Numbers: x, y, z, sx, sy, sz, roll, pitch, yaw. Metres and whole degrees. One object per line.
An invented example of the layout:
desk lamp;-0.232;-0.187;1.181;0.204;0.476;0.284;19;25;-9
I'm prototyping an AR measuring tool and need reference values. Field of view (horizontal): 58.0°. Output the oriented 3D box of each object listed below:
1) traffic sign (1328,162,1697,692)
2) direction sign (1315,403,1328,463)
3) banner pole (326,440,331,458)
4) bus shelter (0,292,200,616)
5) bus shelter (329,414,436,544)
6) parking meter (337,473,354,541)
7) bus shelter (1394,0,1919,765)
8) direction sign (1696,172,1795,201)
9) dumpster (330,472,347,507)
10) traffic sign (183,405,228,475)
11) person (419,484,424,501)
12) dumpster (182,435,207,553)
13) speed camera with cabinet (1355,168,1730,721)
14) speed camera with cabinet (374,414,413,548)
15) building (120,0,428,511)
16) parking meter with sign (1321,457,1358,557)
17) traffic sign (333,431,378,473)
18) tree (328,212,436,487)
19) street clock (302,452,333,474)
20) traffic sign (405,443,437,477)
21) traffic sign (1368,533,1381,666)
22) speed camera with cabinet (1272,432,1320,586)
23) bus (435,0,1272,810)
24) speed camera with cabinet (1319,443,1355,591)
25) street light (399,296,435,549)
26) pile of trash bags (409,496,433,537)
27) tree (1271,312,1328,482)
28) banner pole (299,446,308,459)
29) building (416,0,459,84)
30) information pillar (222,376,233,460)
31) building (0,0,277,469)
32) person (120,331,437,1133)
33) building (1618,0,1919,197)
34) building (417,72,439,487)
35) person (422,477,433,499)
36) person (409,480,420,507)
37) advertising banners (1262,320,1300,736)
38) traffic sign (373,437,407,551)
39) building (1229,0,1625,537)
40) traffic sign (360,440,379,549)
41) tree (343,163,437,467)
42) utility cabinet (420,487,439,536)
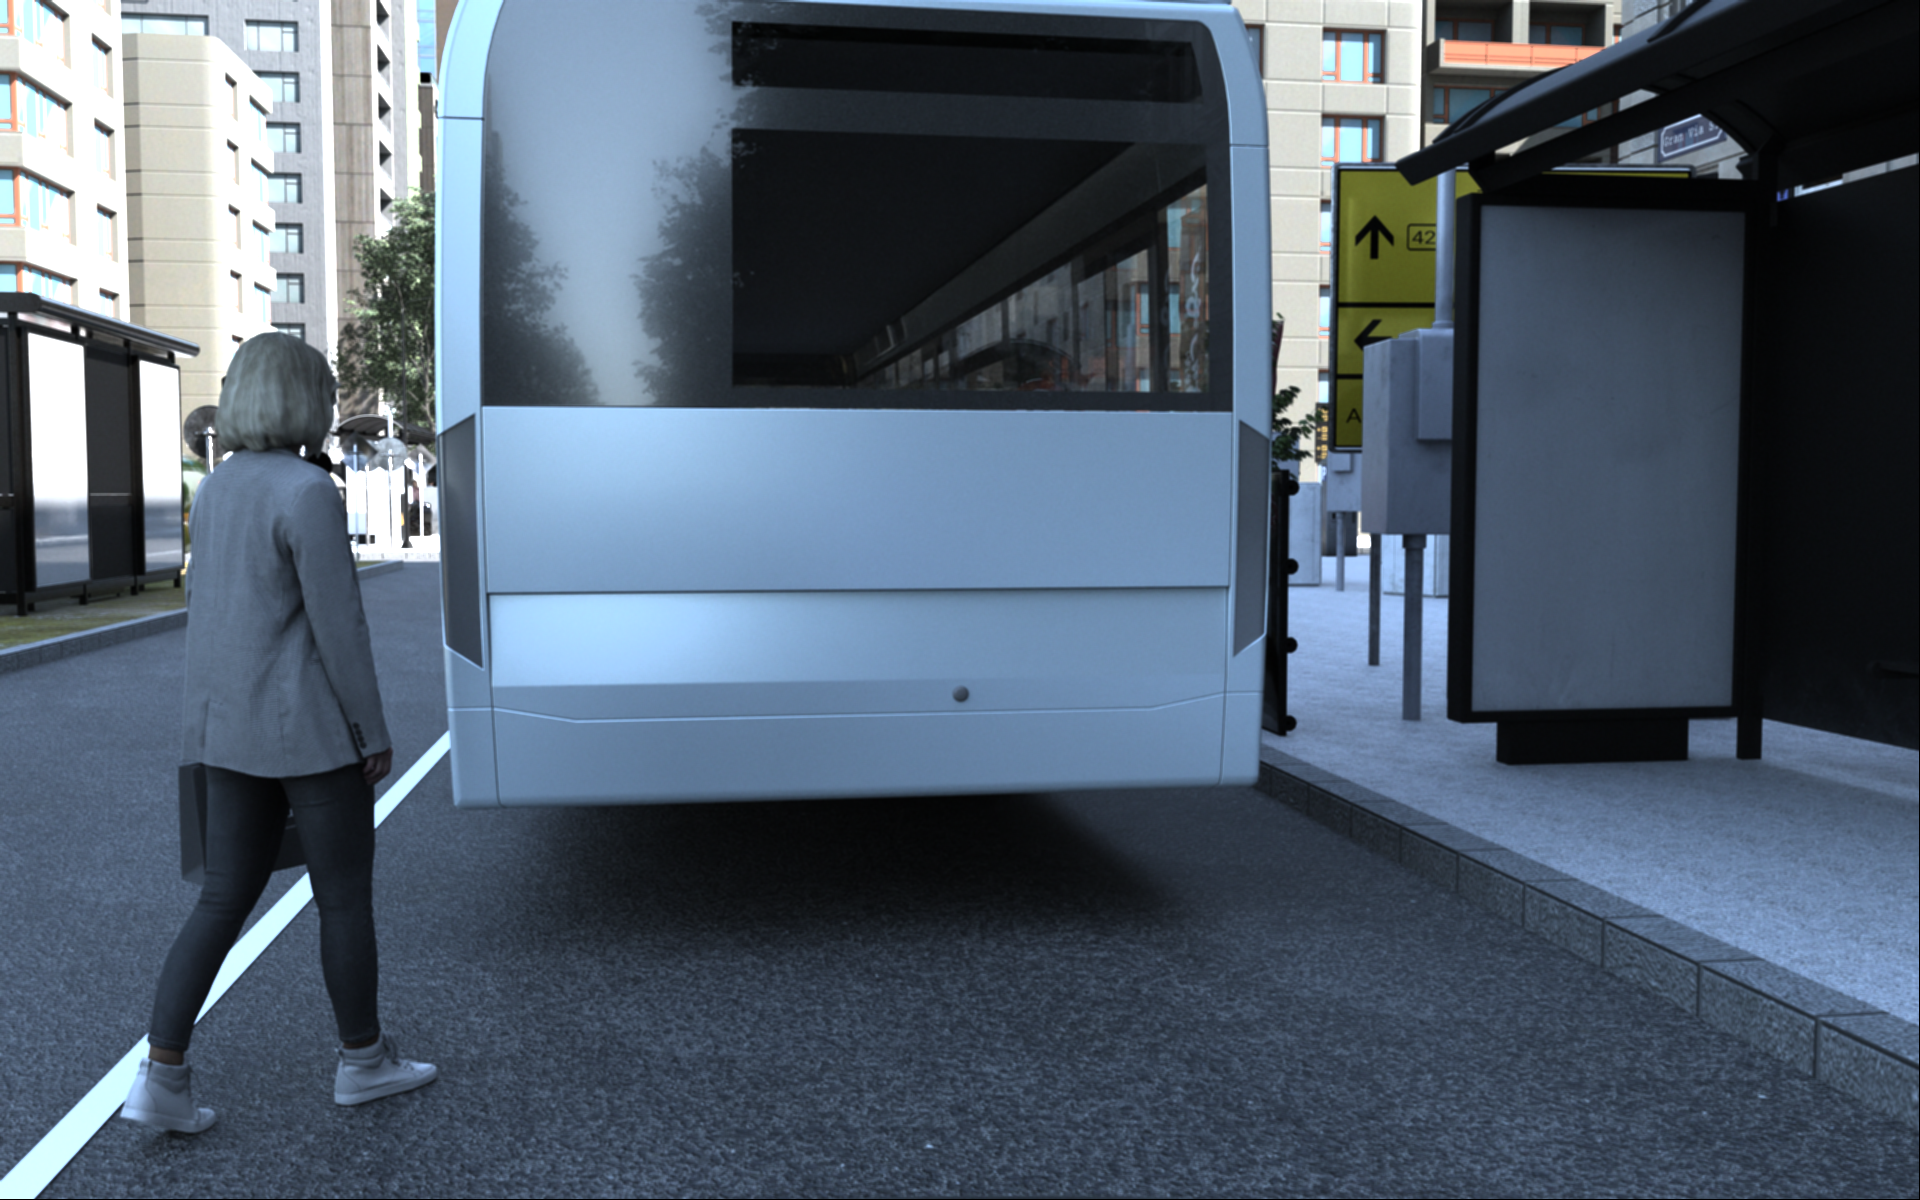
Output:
traffic sign;3.407;-1.034;10.775;2.265;3.308;0.079;0;4;-2
direction sign;9.231;-3.118;42.978;0.876;3.537;0.379;0;4;-7
banner pole;-29.258;-5.526;80.371;0.401;3.779;0.863;-1;4;-9
bus shelter;-10.815;-2.549;19.312;2.179;5.291;8.768;-1;4;-9
bus shelter;-15.374;-3.224;46.640;2.014;3.302;5.546;-1;4;-9
parking meter;-16.978;-2.580;47.892;0.399;1.863;0.255;0;4;-1
bus shelter;3.503;-0.724;5.765;2.014;3.302;5.546;-1;4;-9
direction sign;5.389;-1.237;12.223;0.379;3.537;0.876;-3;5;-41
dumpster;-14.874;-2.077;39.715;1.264;1.857;1.865;-1;4;-9
traffic sign;-10.770;-1.516;24.896;0.768;2.556;0.104;0;4;-1
person;-26.039;-4.728;83.526;0.709;1.800;0.728;1;4;14
dumpster;-12.926;-1.543;27.718;1.502;2.255;1.985;-1;4;-9
speed camera with cabinet;3.393;-0.957;9.975;2.038;3.252;0.660;0;4;-3
speed camera with cabinet;-13.874;-2.943;42.453;0.660;3.252;2.038;-1;4;-8
building;-37.528;-25.103;94.034;14.154;41.232;14.086;-1;4;-9
parking meter with sign;7.815;-2.414;35.735;1.738;3.016;0.543;0;4;-6
traffic sign;-11.134;-1.817;31.903;0.795;2.593;0.064;-1;4;-9
tree;-16.505;-7.401;55.412;8.767;10.594;7.601;0;4;8
street clock;-10.937;-1.523;29.478;0.358;2.002;0.471;3;5;43
traffic sign;-12.393;-2.300;39.789;0.795;2.593;0.064;-1;4;-9
traffic sign;3.105;-0.783;12.911;0.768;2.556;0.104;-1;4;-9
speed camera with cabinet;4.709;-1.871;24.932;0.660;3.252;2.038;0;4;-2
bus;-1.375;-1.035;11.787;2.948;3.499;13.247;-1;4;-10
speed camera with cabinet;5.599;-1.704;22.203;0.660;3.252;2.038;-2;4;-29
street light;-12.376;-4.148;40.365;1.470;5.913;1.316;-1;4;-9
pile of trash bags;-16.756;-2.565;51.694;1.912;1.369;3.447;-1;4;-12
tree;2.581;-1.303;15.911;1.663;3.219;1.824;0;3;0
banner pole;-15.999;-3.154;41.587;0.863;3.779;0.401;-1;4;-10
building;-44.052;-29.496;132.377;14.600;45.320;14.200;-1;4;-9
information pillar;-12.147;-2.316;29.215;0.504;3.616;0.183;-1;4;-9
building;-40.811;-13.029;58.070;27.650;21.520;28.899;-1;4;-9
person;-1.625;0.286;4.000;0.709;1.800;0.728;3;4;36
building;17.142;-13.265;14.141;12.463;27.353;25.104;-1;4;-9
building;-41.644;-21.199;118.311;14.160;30.474;14.107;-1;4;-9
person;-17.317;-3.088;56.522;0.794;1.824;0.713;3;4;37
person;-20.529;-3.621;65.260;0.388;1.821;0.555;3;5;43
advertising banners;1.566;-0.846;10.024;0.090;3.025;2.074;-1;4;-9
traffic sign;-12.715;-2.358;38.656;0.768;2.556;0.104;0;4;0
building;17.076;-13.522;66.127;28.899;21.520;27.650;-1;4;-9
traffic sign;-13.935;-2.482;40.690;0.768;2.556;0.104;0;4;-5
tree;-17.470;-9.639;64.250;9.857;13.997;8.962;0;3;0
utility cabinet;-16.172;-2.777;54.083;1.173;1.500;0.318;1;4;17
